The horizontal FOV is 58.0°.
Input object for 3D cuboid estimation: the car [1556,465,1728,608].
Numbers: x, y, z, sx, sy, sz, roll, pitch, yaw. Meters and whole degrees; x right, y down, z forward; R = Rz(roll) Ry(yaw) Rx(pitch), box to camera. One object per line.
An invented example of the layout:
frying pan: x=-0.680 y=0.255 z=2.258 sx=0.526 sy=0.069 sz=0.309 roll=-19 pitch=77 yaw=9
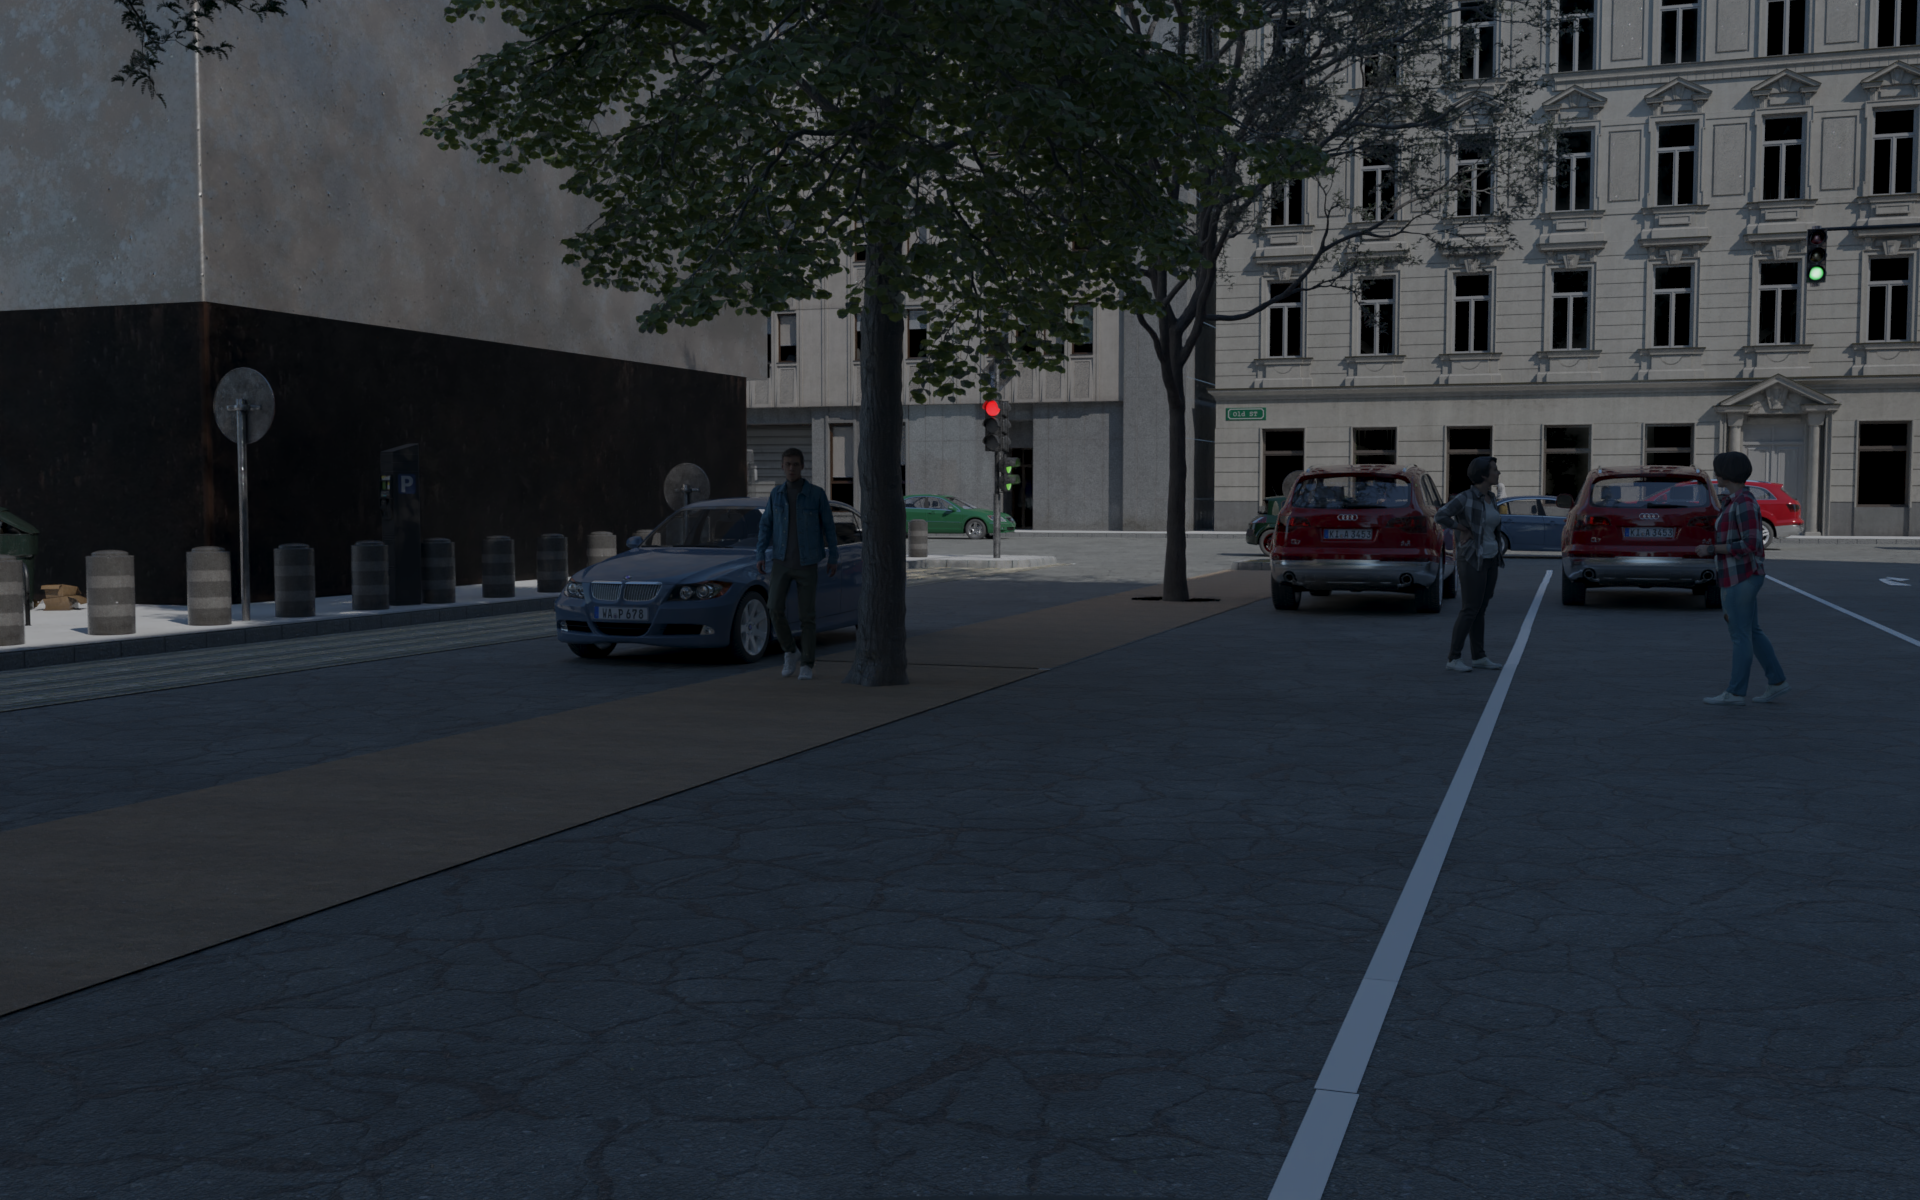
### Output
car: x=9.252 y=-0.904 z=23.451 sx=2.281 sy=1.827 sz=5.304 roll=1 pitch=4 yaw=20

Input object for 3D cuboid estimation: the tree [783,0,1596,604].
tree: x=2.859 y=-6.711 z=22.558 sx=12.009 sy=13.543 sz=11.850 roll=0 pitch=3 yaw=0

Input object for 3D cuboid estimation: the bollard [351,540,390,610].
bollard: x=-6.560 y=-0.278 z=19.264 sx=0.404 sy=0.777 sz=0.398 roll=0 pitch=3 yaw=0

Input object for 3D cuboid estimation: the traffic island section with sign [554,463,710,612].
traffic island section with sign: x=-3.664 y=-0.789 z=21.530 sx=1.989 sy=1.847 sz=2.006 roll=1 pitch=4 yaw=20

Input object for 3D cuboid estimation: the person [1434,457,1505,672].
person: x=4.204 y=-0.300 z=14.136 sx=0.841 sy=1.734 sz=0.376 roll=-3 pitch=5 yaw=-40

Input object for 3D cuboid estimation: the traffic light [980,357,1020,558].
traffic light: x=0.756 y=-2.796 z=34.630 sx=0.839 sy=4.253 sz=0.868 roll=1 pitch=4 yaw=20

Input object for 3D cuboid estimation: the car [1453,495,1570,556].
car: x=13.328 y=-1.646 z=38.920 sx=4.499 sy=1.417 sz=2.014 roll=1 pitch=4 yaw=18

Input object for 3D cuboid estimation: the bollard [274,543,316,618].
bollard: x=-6.965 y=-0.209 z=18.132 sx=0.404 sy=0.777 sz=0.398 roll=0 pitch=3 yaw=0

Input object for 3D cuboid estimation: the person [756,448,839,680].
person: x=-1.256 y=-0.277 z=13.381 sx=0.601 sy=1.785 sz=0.444 roll=1 pitch=4 yaw=11

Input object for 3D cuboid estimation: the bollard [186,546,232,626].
bollard: x=-7.370 y=-0.140 z=17.001 sx=0.404 sy=0.777 sz=0.398 roll=0 pitch=3 yaw=0

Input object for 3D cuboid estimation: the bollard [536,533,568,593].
bollard: x=-5.337 y=-0.486 z=22.670 sx=0.404 sy=0.777 sz=0.398 roll=0 pitch=3 yaw=0

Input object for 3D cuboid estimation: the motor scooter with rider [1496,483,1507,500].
motor scooter with rider: x=14.787 y=-2.405 z=48.282 sx=1.986 sy=1.779 sz=0.876 roll=1 pitch=4 yaw=21

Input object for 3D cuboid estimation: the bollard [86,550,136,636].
bollard: x=-7.779 y=-0.070 z=15.869 sx=0.404 sy=0.777 sz=0.398 roll=0 pitch=3 yaw=0

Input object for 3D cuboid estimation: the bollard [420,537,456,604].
bollard: x=-6.152 y=-0.347 z=20.395 sx=0.404 sy=0.777 sz=0.398 roll=0 pitch=3 yaw=0

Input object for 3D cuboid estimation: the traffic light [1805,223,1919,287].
traffic light: x=16.613 y=-3.313 z=28.832 sx=4.771 sy=5.953 sz=1.251 roll=1 pitch=4 yaw=20

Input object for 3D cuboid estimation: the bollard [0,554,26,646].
bollard: x=-8.187 y=-0.001 z=14.729 sx=0.404 sy=0.777 sz=0.398 roll=0 pitch=3 yaw=0

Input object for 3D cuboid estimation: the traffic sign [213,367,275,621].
traffic sign: x=-7.229 y=-1.062 z=17.463 sx=0.768 sy=2.556 sz=0.104 roll=1 pitch=4 yaw=20

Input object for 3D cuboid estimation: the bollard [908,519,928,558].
bollard: x=-0.854 y=-1.251 z=35.167 sx=0.404 sy=0.777 sz=0.398 roll=0 pitch=3 yaw=0

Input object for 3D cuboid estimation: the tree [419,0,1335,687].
tree: x=-0.556 y=-5.657 z=13.083 sx=7.486 sy=12.596 sz=7.792 roll=0 pitch=3 yaw=0

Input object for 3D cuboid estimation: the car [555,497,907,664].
car: x=-1.995 y=-0.264 z=16.325 sx=2.014 sy=1.417 sz=4.499 roll=1 pitch=4 yaw=21

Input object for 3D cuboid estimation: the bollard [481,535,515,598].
bollard: x=-5.742 y=-0.417 z=21.538 sx=0.404 sy=0.777 sz=0.398 roll=0 pitch=3 yaw=0

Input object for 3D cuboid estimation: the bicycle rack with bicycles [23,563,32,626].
bicycle rack with bicycles: x=-10.303 y=-0.199 z=16.632 sx=2.852 sy=0.926 sz=2.925 roll=-3 pitch=5 yaw=-44

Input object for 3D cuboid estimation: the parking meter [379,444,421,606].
parking meter: x=-6.453 y=-0.872 z=19.964 sx=0.255 sy=1.863 sz=0.399 roll=3 pitch=5 yaw=40

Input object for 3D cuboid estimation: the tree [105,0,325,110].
tree: x=-3.300 y=-4.182 z=5.251 sx=8.767 sy=10.594 sz=7.601 roll=1 pitch=4 yaw=20

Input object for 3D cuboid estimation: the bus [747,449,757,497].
bus: x=-12.807 y=-4.023 z=60.642 sx=13.247 sy=3.499 sz=2.948 roll=1 pitch=4 yaw=18

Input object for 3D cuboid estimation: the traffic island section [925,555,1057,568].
traffic island section: x=0.721 y=-0.764 z=34.778 sx=2.009 sy=0.180 sz=2.903 roll=1 pitch=4 yaw=20

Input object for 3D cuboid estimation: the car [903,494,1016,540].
car: x=-0.614 y=-2.685 z=55.702 sx=4.920 sy=1.459 sz=2.131 roll=1 pitch=4 yaw=18

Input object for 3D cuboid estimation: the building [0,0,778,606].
building: x=-13.581 y=-9.932 z=29.838 sx=16.811 sy=18.784 sz=16.820 roll=1 pitch=4 yaw=20

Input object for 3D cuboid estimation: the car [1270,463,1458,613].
car: x=5.363 y=-0.853 z=22.614 sx=2.281 sy=1.827 sz=5.304 roll=1 pitch=4 yaw=19

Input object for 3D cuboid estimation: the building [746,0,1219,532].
building: x=0.328 y=-15.231 z=67.046 sx=19.932 sy=24.808 sz=12.078 roll=1 pitch=4 yaw=20

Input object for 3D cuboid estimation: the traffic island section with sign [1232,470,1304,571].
traffic island section with sign: x=6.364 y=-1.521 z=33.013 sx=2.006 sy=1.907 sz=1.989 roll=1 pitch=4 yaw=20

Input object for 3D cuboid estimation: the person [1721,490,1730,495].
person: x=16.426 y=-1.729 z=36.963 sx=0.606 sy=1.804 sz=0.583 roll=0 pitch=4 yaw=2

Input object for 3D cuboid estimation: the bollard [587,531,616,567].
bollard: x=-4.927 y=-0.556 z=23.813 sx=0.404 sy=0.777 sz=0.398 roll=0 pitch=3 yaw=0

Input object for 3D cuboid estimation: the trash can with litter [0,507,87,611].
trash can with litter: x=-10.243 y=-0.476 z=19.165 sx=1.055 sy=1.170 sz=0.624 roll=-1 pitch=4 yaw=-11

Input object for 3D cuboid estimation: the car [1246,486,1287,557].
car: x=8.683 y=-1.830 z=39.711 sx=4.222 sy=1.686 sz=2.009 roll=1 pitch=4 yaw=18

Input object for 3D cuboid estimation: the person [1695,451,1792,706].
person: x=5.331 y=-0.148 z=11.761 sx=0.643 sy=1.720 sz=0.563 roll=1 pitch=4 yaw=21

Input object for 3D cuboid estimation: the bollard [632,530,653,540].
bollard: x=-4.513 y=-0.626 z=24.960 sx=0.404 sy=0.777 sz=0.398 roll=0 pitch=3 yaw=0

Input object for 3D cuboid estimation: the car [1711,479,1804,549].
car: x=19.175 y=-2.245 z=45.381 sx=5.304 sy=1.827 sz=2.281 roll=1 pitch=4 yaw=21

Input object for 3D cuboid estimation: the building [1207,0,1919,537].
building: x=31.531 y=-17.255 z=58.530 sx=44.131 sy=29.872 sz=17.030 roll=1 pitch=4 yaw=20
